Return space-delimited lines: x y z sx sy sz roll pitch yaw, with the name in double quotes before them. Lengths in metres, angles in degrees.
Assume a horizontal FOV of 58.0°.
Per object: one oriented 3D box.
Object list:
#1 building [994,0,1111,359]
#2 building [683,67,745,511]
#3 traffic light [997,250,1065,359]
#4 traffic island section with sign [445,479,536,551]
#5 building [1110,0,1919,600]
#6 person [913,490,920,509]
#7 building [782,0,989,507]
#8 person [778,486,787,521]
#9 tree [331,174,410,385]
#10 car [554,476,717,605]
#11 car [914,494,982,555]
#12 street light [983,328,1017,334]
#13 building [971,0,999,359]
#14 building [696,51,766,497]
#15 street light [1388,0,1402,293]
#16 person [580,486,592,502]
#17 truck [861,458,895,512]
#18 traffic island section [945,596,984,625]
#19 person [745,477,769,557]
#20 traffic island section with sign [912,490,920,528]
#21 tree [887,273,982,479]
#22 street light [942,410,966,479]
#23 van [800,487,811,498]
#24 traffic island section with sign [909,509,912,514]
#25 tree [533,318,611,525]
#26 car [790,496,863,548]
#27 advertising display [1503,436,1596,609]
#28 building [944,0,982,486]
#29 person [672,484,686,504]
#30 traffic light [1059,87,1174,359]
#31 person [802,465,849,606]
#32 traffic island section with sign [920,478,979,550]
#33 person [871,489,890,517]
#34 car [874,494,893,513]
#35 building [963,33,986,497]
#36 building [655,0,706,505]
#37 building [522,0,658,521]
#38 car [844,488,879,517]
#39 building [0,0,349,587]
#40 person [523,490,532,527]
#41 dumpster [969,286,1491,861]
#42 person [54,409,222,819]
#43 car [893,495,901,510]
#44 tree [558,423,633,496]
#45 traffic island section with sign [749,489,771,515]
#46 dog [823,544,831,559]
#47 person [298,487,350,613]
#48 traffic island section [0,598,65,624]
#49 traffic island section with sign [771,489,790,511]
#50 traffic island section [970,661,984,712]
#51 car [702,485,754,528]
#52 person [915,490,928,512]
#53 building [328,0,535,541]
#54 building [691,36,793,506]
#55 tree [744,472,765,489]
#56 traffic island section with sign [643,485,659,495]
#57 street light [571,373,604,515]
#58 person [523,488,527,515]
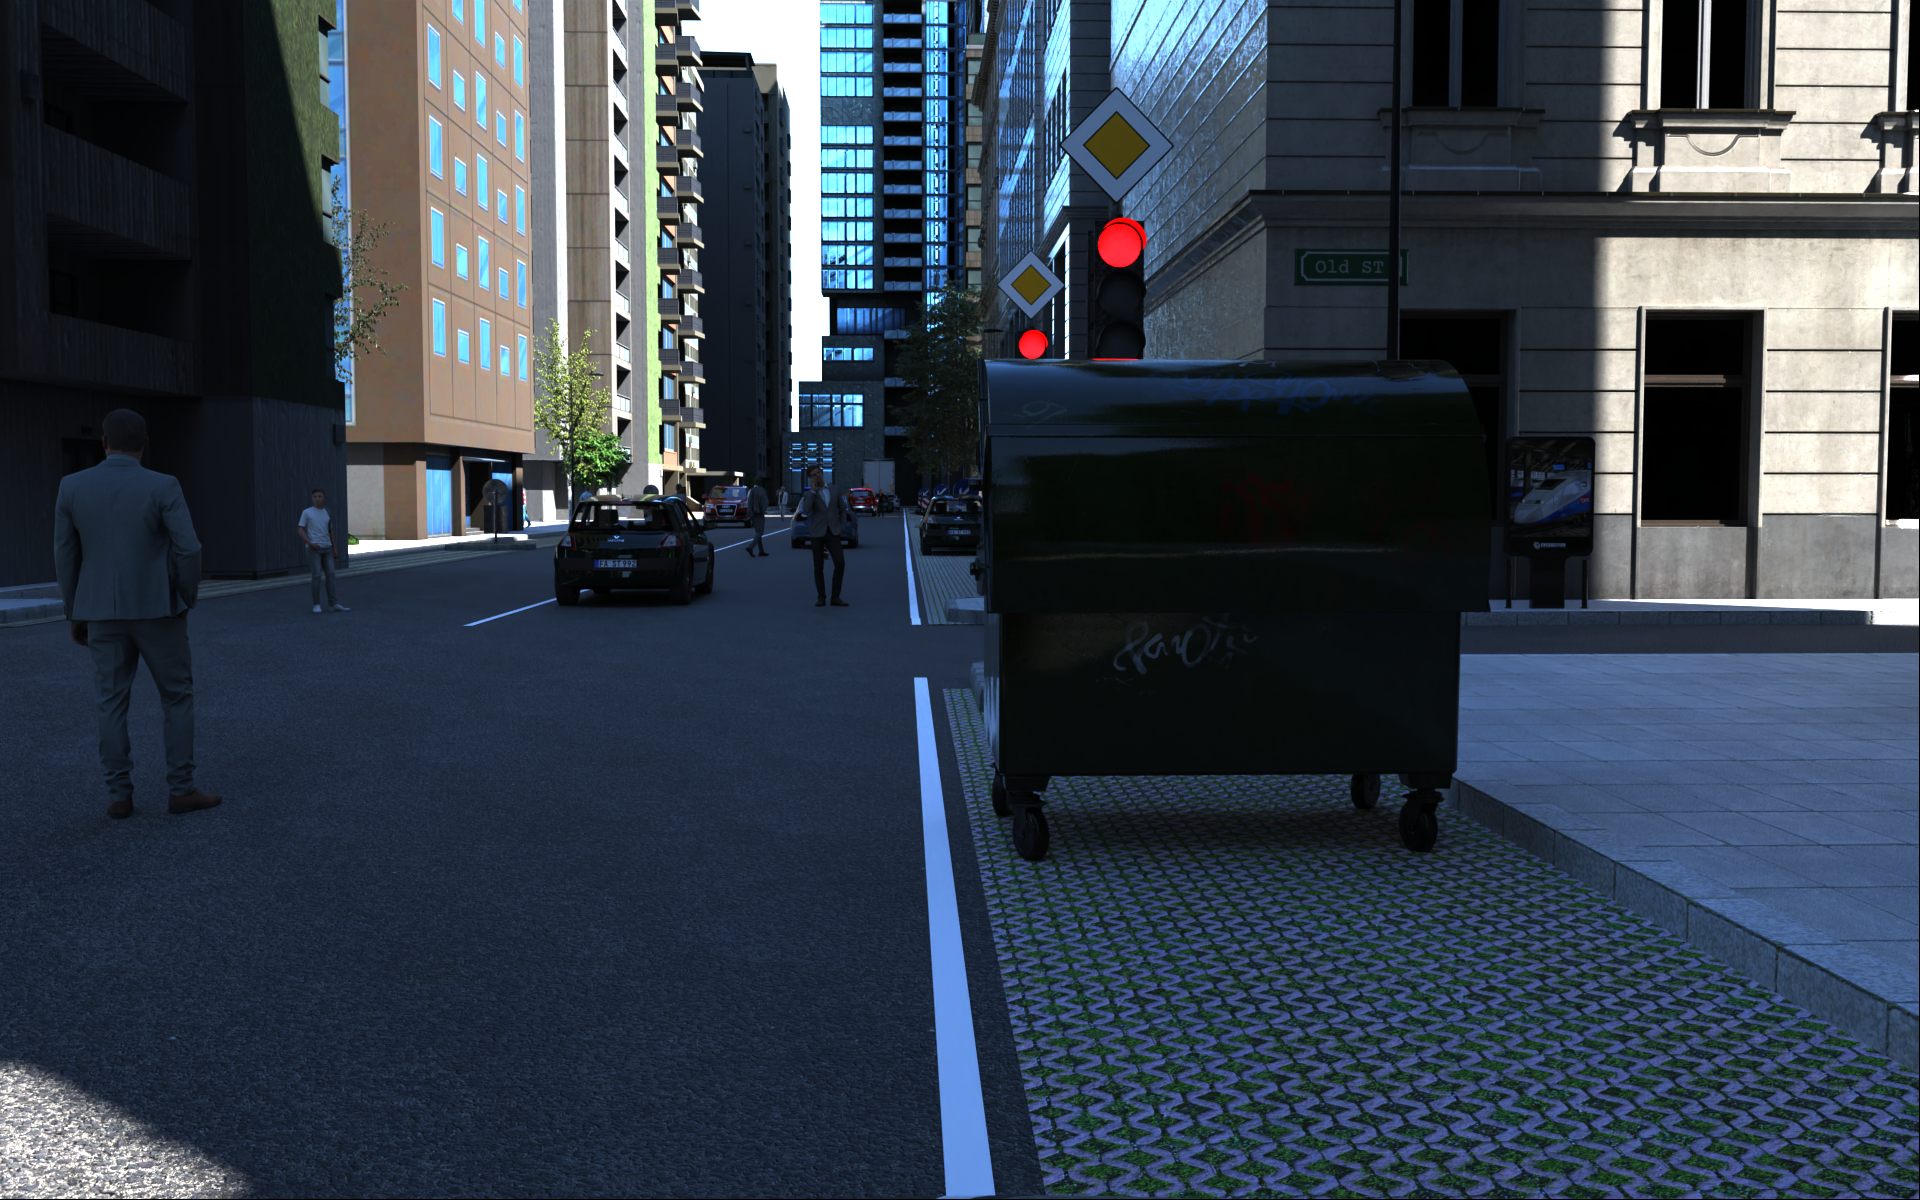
"building" 7.423 -16.947 54.582 11.434 29.767 29.804 0 4 -2
"building" -33.528 -27.109 135.109 32.217 40.220 23.993 0 4 -2
"traffic light" 0.799 -1.909 20.126 0.839 4.253 0.868 0 4 -2
"traffic island section with sign" -11.986 -2.190 44.439 1.989 1.847 2.006 0 4 -2
"building" 24.792 -15.421 28.544 44.131 29.872 17.030 0 4 -2
"person" -4.064 -9.828 168.814 0.705 1.869 1.348 2 4 35
"building" -3.209 -53.519 187.702 31.000 86.520 22.319 0 4 -2
"person" -9.378 -5.099 91.742 0.514 1.842 0.818 0 4 1
"tree" -14.730 -5.433 39.194 4.360 8.622 3.978 0 3 0
"car" -4.393 -0.854 23.743 2.009 1.686 4.222 0 4 -2
"car" -0.094 -1.948 41.637 2.009 1.686 4.222 0 4 -2
"street light" 1.340 -4.658 48.692 1.470 5.913 1.316 0 4 -2
"building" 7.199 -17.419 82.067 12.463 27.353 25.104 0 4 -2
"building" -25.583 -29.325 163.055 14.086 41.232 14.154 0 4 -2
"street light" 2.502 -2.421 12.119 1.470 5.913 1.316 0 4 -2
"person" -15.100 -3.809 70.129 0.589 1.601 0.330 1 4 11
"truck" -6.646 -9.339 141.610 2.839 4.237 11.283 0 4 -3
"traffic island section" 0.840 0.125 20.241 2.009 0.180 2.903 0 4 -2
"person" -4.629 -1.904 39.736 0.679 1.850 0.850 3 4 36
"traffic island section with sign" -0.888 -3.910 72.558 1.989 1.847 2.006 0 4 -2
"tree" 0.614 -11.894 101.115 9.857 13.997 8.962 0 3 0
"street light" -0.273 -7.507 95.278 1.470 5.913 1.316 0 4 -2
"van" -12.647 -8.912 150.088 2.240 2.365 5.245 0 4 -1
"traffic island section with sign" -2.545 -6.978 122.721 1.989 1.847 2.006 0 4 -2
"tree" -16.295 -7.442 72.036 4.737 8.622 4.395 0 3 0
"car" -3.657 -2.150 47.156 2.014 1.417 4.499 0 4 -3
"advertising display" 6.589 -0.867 19.391 0.974 1.923 0.123 0 4 0
"building" 9.004 -44.136 159.875 20.563 71.187 20.611 0 4 -2
"person" -8.124 -2.509 50.277 0.466 1.731 0.760 -3 5 -44
"traffic light" 1.063 -1.420 12.145 0.839 4.253 0.868 0 4 -2
"person" -1.716 -0.824 22.155 0.592 1.802 0.473 0 4 0
"traffic island section with sign" 0.029 -2.214 44.826 1.989 1.847 2.006 0 4 -2
"person" -4.984 -6.076 108.662 1.217 1.723 0.721 1 4 13
"car" -6.129 -7.314 131.388 2.131 1.459 4.920 0 4 -1
"building" 7.166 -20.860 112.761 14.160 30.474 14.107 0 4 -2
"building" -27.987 -27.744 108.236 22.147 44.769 28.867 0 4 -2
"building" -23.010 -24.624 86.198 14.154 41.232 14.086 0 4 -2
"car" -6.371 -6.308 111.809 2.281 1.827 5.304 0 4 -2
"building" -18.585 -15.518 25.413 14.160 30.474 14.107 0 4 -2
"person" -16.738 -3.637 66.339 0.643 1.720 0.563 -1 4 -16
"dumpster" 1.029 -0.139 7.228 1.985 2.255 1.502 0 4 -2
"person" -3.686 0.053 7.735 0.635 1.810 0.391 -1 4 -15
"car" -6.394 -8.835 156.817 2.083 1.381 4.827 0 4 -3
"tree" -16.494 -5.782 78.250 4.285 4.588 4.351 0 3 0
"traffic island section with sign" -14.543 -6.907 121.553 1.989 1.847 2.006 0 4 -2
"dog" -3.070 -1.098 38.148 0.550 0.427 0.748 3 4 37
"person" -7.720 -0.604 20.971 0.523 1.515 0.503 0 4 7
"traffic island section" -11.495 0.149 19.839 2.009 0.180 2.903 0 4 -2
"traffic island section with sign" -15.428 -8.555 148.494 1.989 1.847 2.006 0 4 -2
"traffic island section" 1.104 0.613 12.260 2.009 0.180 2.903 0 4 -2
"car" -9.879 -4.024 74.472 2.281 1.827 5.304 0 4 -4
"person" -3.006 -7.933 138.881 1.217 1.739 0.721 1 4 11
"building" -21.751 -24.638 52.937 14.600 45.320 14.200 0 4 -2
"building" -29.481 -34.489 187.602 21.600 48.544 21.300 0 4 -2
"tree" -18.429 -9.840 155.477 1.663 3.219 1.824 0 3 0
"traffic island section with sign" -12.922 -3.904 72.452 1.989 1.847 2.006 0 4 -2
"street light" -14.321 -5.741 66.405 1.470 5.913 1.316 0 4 -2
"person" -17.533 -3.856 69.047 0.622 1.834 0.822 1 4 20
